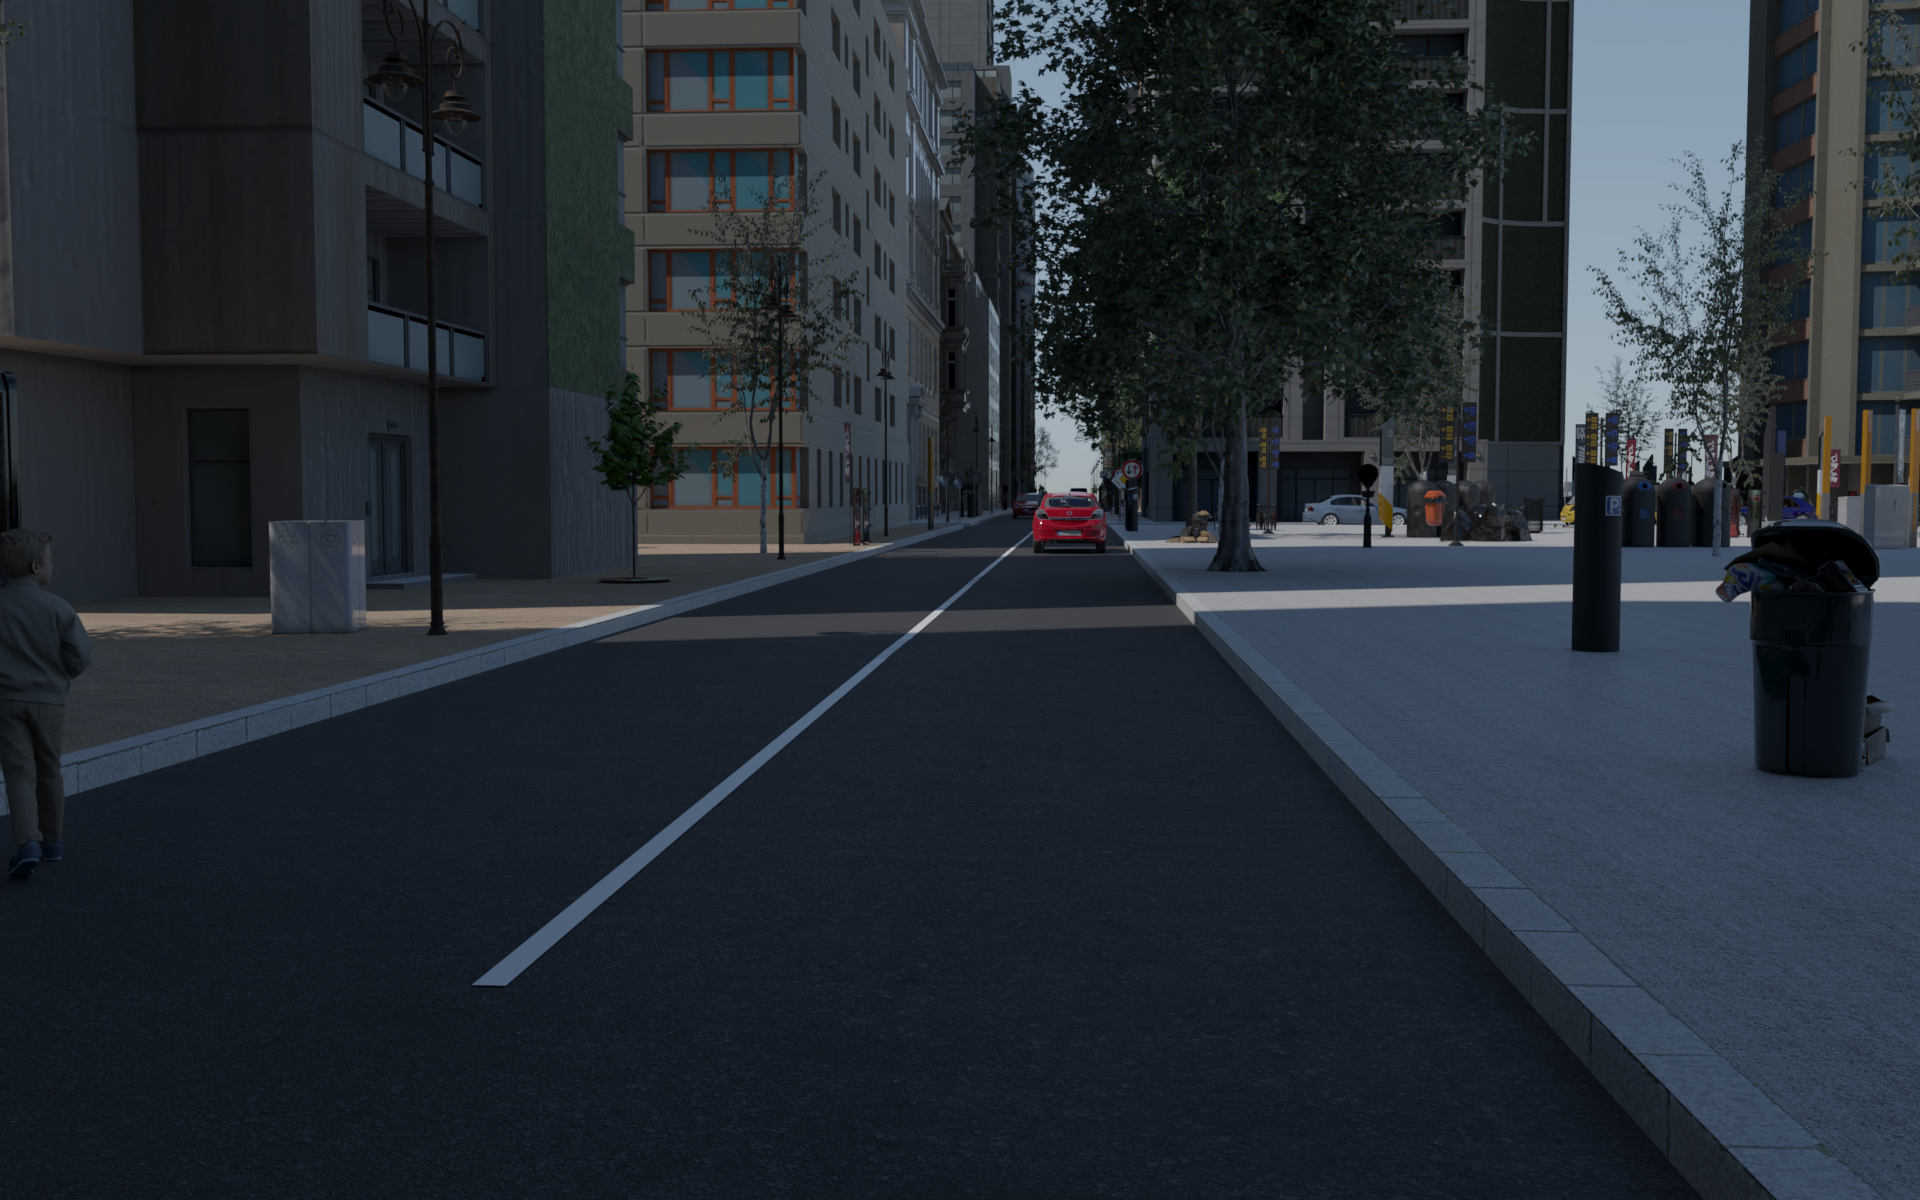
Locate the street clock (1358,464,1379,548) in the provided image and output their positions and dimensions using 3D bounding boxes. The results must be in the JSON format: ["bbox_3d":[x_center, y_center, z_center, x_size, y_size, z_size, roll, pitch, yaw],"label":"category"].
[{"bbox_3d":[9.728,-2.247,41.316,0.471,2.002,0.358,1,4,18],"label":"street clock"}]

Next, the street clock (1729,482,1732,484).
[{"bbox_3d":[46.870,-6.150,105.119,0.471,2.002,0.358,1,4,11],"label":"street clock"}]

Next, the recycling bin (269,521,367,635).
[{"bbox_3d":[-5.988,-0.222,16.177,0.722,1.027,0.722,-1,4,-8],"label":"recycling bin"}]

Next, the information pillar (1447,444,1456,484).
[{"bbox_3d":[21.938,-5.241,77.042,0.504,3.616,0.183,0,4,-2],"label":"information pillar"}]

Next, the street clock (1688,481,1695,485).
[{"bbox_3d":[39.802,-5.496,94.433,0.471,2.002,0.358,1,4,21],"label":"street clock"}]

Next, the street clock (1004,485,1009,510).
[{"bbox_3d":[3.662,-8.228,139.098,0.358,2.002,0.471,-3,5,-41],"label":"street clock"}]

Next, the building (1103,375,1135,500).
[{"bbox_3d":[27.525,-34.526,248.090,14.154,41.232,14.086,0,4,4],"label":"building"}]

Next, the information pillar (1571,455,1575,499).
[{"bbox_3d":[36.972,-6.891,104.014,0.504,3.616,0.183,2,4,32],"label":"information pillar"}]

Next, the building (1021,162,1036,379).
[{"bbox_3d":[2.022,-46.126,296.152,21.231,58.520,28.212,0,4,4],"label":"building"}]

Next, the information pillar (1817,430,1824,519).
[{"bbox_3d":[29.658,-4.171,59.551,0.504,3.616,0.183,-3,4,-36],"label":"information pillar"}]

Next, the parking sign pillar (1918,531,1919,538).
[{"bbox_3d":[28.962,-3.809,50.741,1.447,3.967,1.447,-1,4,-16],"label":"parking sign pillar"}]

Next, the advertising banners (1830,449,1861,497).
[{"bbox_3d":[34.933,-4.373,67.693,2.074,3.025,0.090,1,4,10],"label":"advertising banners"}]

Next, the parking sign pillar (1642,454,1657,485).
[{"bbox_3d":[46.773,-7.893,117.518,1.447,3.967,1.447,0,4,-4],"label":"parking sign pillar"}]

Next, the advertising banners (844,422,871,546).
[{"bbox_3d":[-2.559,-2.864,43.014,0.090,3.025,2.074,1,4,15],"label":"advertising banners"}]

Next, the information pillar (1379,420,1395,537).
[{"bbox_3d":[12.633,-3.664,51.269,0.504,3.616,0.183,-2,4,-27],"label":"information pillar"}]

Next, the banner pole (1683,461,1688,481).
[{"bbox_3d":[47.898,-7.608,114.403,0.401,3.779,0.863,3,5,41],"label":"banner pole"}]

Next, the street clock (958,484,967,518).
[{"bbox_3d":[0.105,-5.519,94.813,0.471,2.002,0.358,1,4,15],"label":"street clock"}]

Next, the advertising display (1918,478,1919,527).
[{"bbox_3d":[37.886,-3.864,68.396,0.123,1.923,0.974,2,4,32],"label":"advertising display"}]

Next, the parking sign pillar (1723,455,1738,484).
[{"bbox_3d":[48.038,-7.270,107.338,1.447,3.967,1.447,-3,5,-40],"label":"parking sign pillar"}]

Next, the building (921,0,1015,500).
[{"bbox_3d":[-4.745,-45.212,177.470,20.563,71.187,20.611,0,4,4],"label":"building"}]

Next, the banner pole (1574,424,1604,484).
[{"bbox_3d":[19.668,-3.939,54.414,0.863,3.779,0.401,-1,4,-11],"label":"banner pole"}]

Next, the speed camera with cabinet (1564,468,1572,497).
[{"bbox_3d":[45.317,-8.191,128.259,0.660,3.252,2.038,0,4,1],"label":"speed camera with cabinet"}]

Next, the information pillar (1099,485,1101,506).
[{"bbox_3d":[11.770,-8.566,144.551,0.304,2.012,0.304,-1,4,-12],"label":"information pillar"}]

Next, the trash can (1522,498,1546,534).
[{"bbox_3d":[18.710,-2.743,56.497,0.748,1.137,0.748,0,3,0],"label":"trash can"}]

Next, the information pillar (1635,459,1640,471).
[{"bbox_3d":[45.339,-7.635,116.187,0.504,3.616,0.183,2,4,28],"label":"information pillar"}]

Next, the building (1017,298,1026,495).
[{"bbox_3d":[2.119,-29.026,246.270,14.160,30.474,14.107,0,4,4],"label":"building"}]

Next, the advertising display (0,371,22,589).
[{"bbox_3d":[-5.329,-0.252,9.330,0.974,1.923,0.123,3,4,38],"label":"advertising display"}]

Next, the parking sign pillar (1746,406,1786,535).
[{"bbox_3d":[25.189,-3.986,53.638,1.447,3.967,1.447,1,4,17],"label":"parking sign pillar"}]

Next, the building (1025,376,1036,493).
[{"bbox_3d":[-2.459,-25.892,268.367,27.650,21.520,28.899,0,4,4],"label":"building"}]

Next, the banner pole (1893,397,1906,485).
[{"bbox_3d":[24.329,-3.357,44.899,0.863,3.779,0.401,-3,5,-44],"label":"banner pole"}]

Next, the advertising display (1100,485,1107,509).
[{"bbox_3d":[10.447,-7.400,126.203,0.123,1.923,0.974,2,4,28],"label":"advertising display"}]

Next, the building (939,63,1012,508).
[{"bbox_3d":[-2.498,-29.190,160.857,14.154,41.232,14.086,0,4,4],"label":"building"}]

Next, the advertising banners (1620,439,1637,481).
[{"bbox_3d":[21.100,-3.640,55.694,0.090,3.025,2.074,-1,4,-13],"label":"advertising banners"}]

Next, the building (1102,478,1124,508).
[{"bbox_3d":[31.957,-30.473,190.108,32.217,40.220,23.993,0,4,4],"label":"building"}]

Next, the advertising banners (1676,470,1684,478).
[{"bbox_3d":[51.730,-7.965,126.414,2.074,3.025,0.090,3,4,38],"label":"advertising banners"}]

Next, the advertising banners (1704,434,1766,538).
[{"bbox_3d":[22.596,-3.330,50.632,2.074,3.025,0.090,-1,4,-9],"label":"advertising banners"}]

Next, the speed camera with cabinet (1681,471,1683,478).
[{"bbox_3d":[49.898,-7.673,119.787,0.660,3.252,2.038,3,4,38],"label":"speed camera with cabinet"}]

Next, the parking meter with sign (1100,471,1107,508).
[{"bbox_3d":[10.932,-8.277,131.594,0.543,3.016,1.738,0,4,7],"label":"parking meter with sign"}]

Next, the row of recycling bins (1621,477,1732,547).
[{"bbox_3d":[16.850,-2.132,41.979,3.534,1.692,1.069,0,4,-3],"label":"row of recycling bins"}]

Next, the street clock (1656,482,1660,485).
[{"bbox_3d":[42.183,-6.125,104.715,0.358,2.002,0.471,2,4,26],"label":"street clock"}]

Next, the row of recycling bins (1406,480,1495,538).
[{"bbox_3d":[14.801,-2.743,51.969,3.534,1.692,1.069,-2,4,-35],"label":"row of recycling bins"}]

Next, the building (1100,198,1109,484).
[{"bbox_3d":[37.859,-43.290,297.033,28.713,52.752,27.495,0,4,4],"label":"building"}]

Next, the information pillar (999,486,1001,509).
[{"bbox_3d":[3.385,-9.051,152.482,0.304,2.012,0.304,3,5,44],"label":"information pillar"}]
